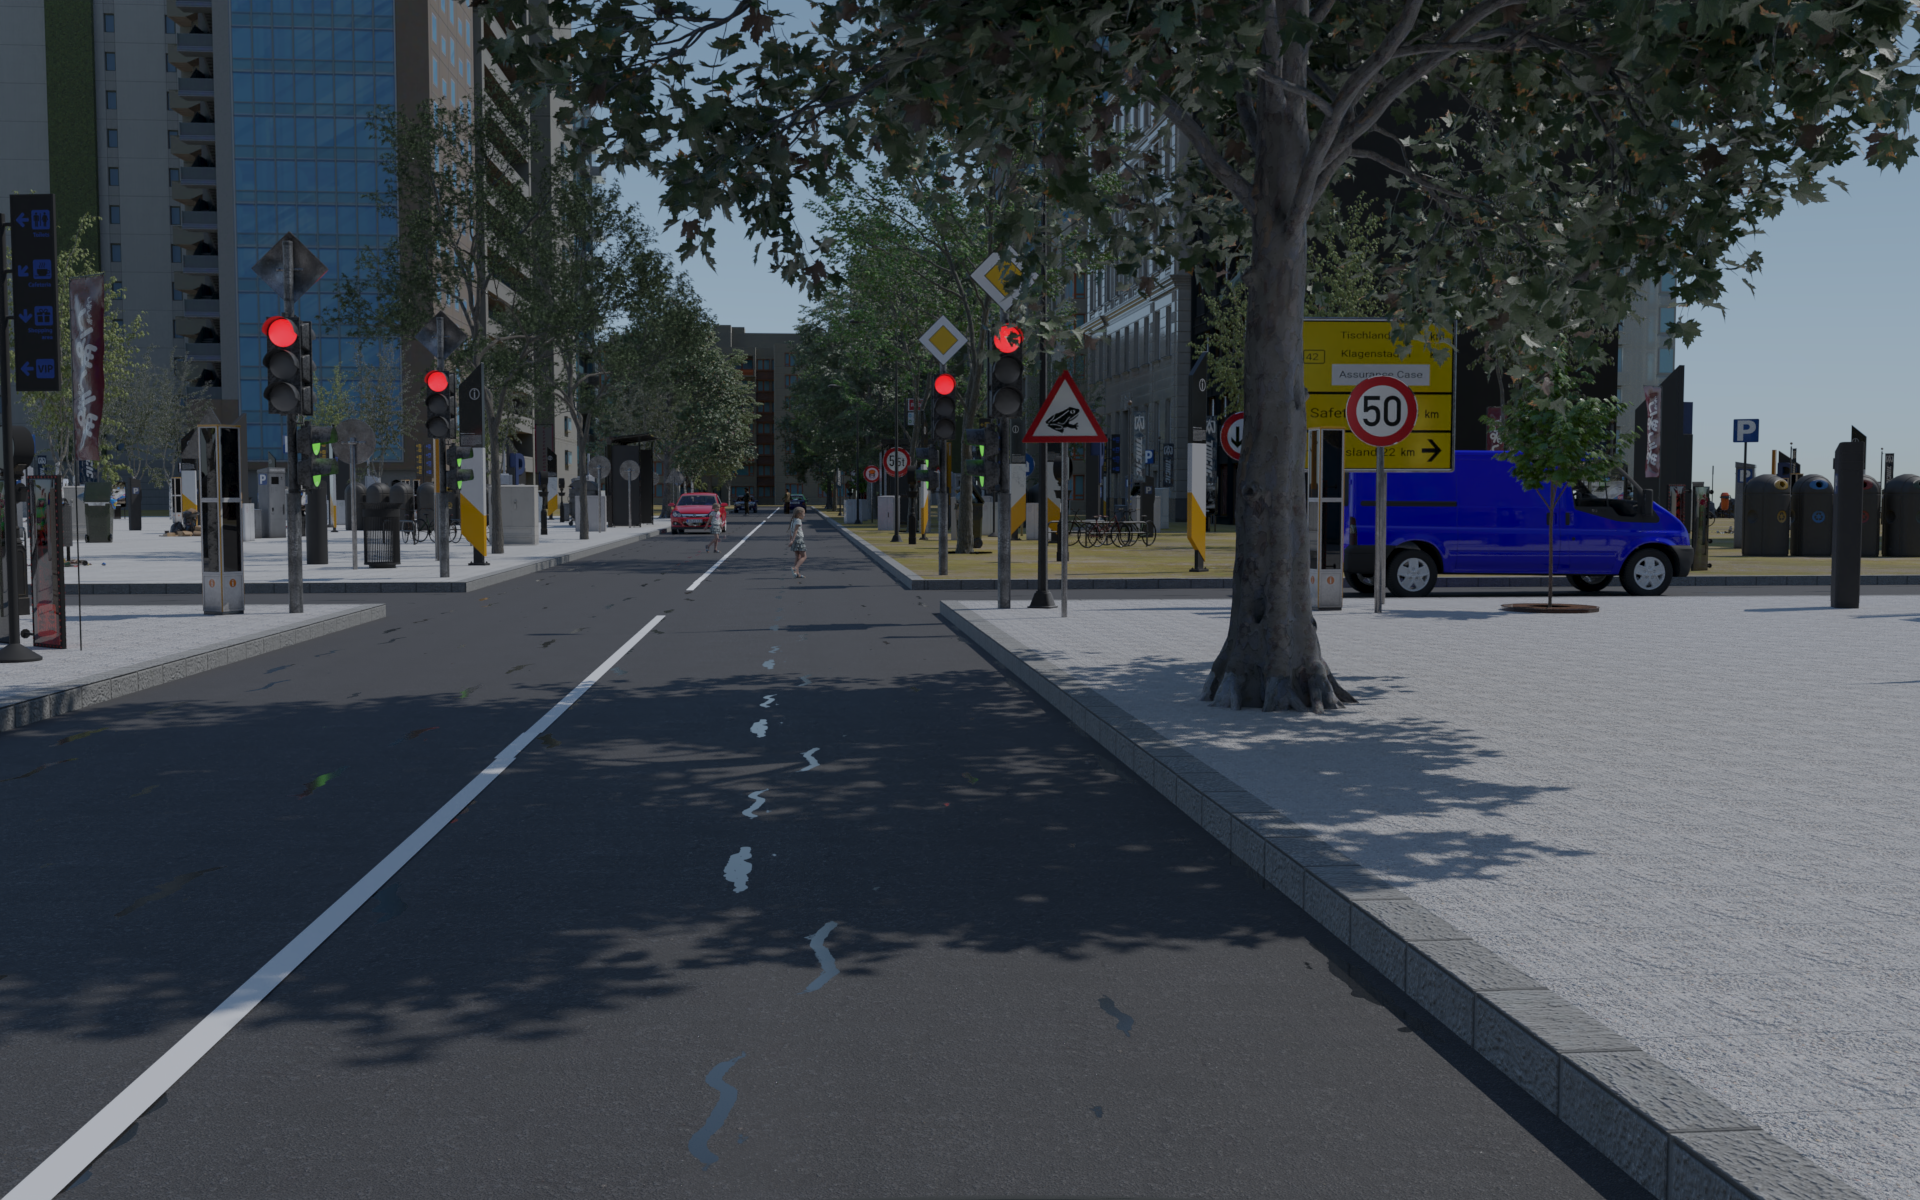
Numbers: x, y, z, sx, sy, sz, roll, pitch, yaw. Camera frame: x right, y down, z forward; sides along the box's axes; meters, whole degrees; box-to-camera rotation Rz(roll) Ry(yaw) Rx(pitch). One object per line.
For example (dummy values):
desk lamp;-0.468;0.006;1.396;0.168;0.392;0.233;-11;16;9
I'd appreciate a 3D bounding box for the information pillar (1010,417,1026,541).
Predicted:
information pillar;1.577;-3.447;47.709;0.504;3.616;0.183;-2;4;-31

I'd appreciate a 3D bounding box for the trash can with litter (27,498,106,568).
trash can with litter;-16.064;-1.198;30.644;1.678;1.210;2.233;-1;4;-14

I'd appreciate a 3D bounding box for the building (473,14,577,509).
building;-45.383;-32.179;149.825;21.600;48.544;21.300;0;4;-5

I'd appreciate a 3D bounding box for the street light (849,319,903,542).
street light;-2.235;-4.500;46.124;1.470;5.913;1.316;0;4;-5

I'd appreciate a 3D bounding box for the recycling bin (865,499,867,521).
recycling bin;-4.822;-4.229;81.697;0.722;1.027;0.722;1;4;21

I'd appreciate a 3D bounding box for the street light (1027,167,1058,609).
street light;0.392;-2.860;19.302;1.470;5.913;1.316;0;4;-5

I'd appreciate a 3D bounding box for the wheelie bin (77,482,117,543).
wheelie bin;-22.735;-2.311;45.687;0.980;1.594;0.693;-1;4;-16

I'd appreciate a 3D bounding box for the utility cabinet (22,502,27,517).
utility cabinet;-50.933;-5.233;94.233;0.318;1.500;1.173;1;4;16

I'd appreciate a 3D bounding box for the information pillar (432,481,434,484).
information pillar;-29.006;-5.591;95.899;0.304;2.012;0.304;3;5;39

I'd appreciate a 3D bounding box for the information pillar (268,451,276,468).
information pillar;-37.605;-6.322;94.724;0.504;3.616;0.183;1;4;22

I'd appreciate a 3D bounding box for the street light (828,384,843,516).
street light;-4.894;-6.181;73.596;1.470;5.913;1.316;0;4;-5

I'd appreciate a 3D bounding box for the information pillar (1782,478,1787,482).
information pillar;38.303;-4.647;80.475;0.304;2.012;0.304;2;4;28

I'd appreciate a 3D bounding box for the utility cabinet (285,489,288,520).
utility cabinet;-32.398;-4.570;83.398;1.173;1.500;0.318;1;4;9

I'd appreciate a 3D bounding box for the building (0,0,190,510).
building;-70.932;-37.019;147.256;28.212;58.520;21.231;0;4;-5

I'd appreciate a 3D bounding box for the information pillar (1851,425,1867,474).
information pillar;30.284;-4.104;58.453;0.504;3.616;0.183;3;5;41

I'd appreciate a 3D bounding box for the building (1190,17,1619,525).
building;17.242;-14.723;70.403;12.332;23.373;15.834;0;4;-5

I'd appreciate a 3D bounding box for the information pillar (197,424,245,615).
information pillar;-7.857;-0.852;18.427;0.304;2.012;0.304;2;4;26

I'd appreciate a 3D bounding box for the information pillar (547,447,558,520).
information pillar;-20.172;-5.768;85.654;0.504;3.616;0.183;-1;4;-15

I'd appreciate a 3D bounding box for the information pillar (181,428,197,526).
information pillar;-27.295;-4.281;61.349;0.504;3.616;0.183;0;4;-2

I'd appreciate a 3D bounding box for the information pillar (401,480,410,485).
information pillar;-28.897;-5.247;90.282;0.304;2.012;0.304;2;4;25

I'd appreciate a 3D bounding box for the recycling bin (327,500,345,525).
recycling bin;-25.783;-3.615;71.658;0.722;1.027;0.722;-2;4;-24

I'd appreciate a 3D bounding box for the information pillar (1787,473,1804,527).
information pillar;29.845;-3.505;61.805;0.304;2.012;0.304;-1;4;-16

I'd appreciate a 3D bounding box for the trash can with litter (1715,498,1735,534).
trash can with litter;25.333;-2.796;56.774;1.678;1.210;2.233;3;4;36

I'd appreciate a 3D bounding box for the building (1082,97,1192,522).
building;14.250;-17.936;90.520;12.463;27.353;25.104;0;4;-5

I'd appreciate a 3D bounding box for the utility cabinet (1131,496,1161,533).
utility cabinet;6.112;-2.801;56.959;1.020;1.237;0.306;-2;4;-31

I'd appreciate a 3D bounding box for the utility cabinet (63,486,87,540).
utility cabinet;-24.580;-2.388;47.720;1.173;1.500;0.318;-2;4;-34

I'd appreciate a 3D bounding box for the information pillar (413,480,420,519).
information pillar;-28.013;-5.189;89.331;0.304;2.012;0.304;-1;4;-10

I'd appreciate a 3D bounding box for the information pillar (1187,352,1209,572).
information pillar;3.893;-2.266;28.403;0.183;3.616;0.504;3;4;37

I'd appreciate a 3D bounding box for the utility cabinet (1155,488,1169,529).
utility cabinet;7.207;-3.357;63.571;0.318;1.500;1.173;-2;4;-27

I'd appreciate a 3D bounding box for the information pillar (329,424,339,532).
information pillar;-21.010;-4.077;58.020;0.183;3.616;0.504;-2;4;-32

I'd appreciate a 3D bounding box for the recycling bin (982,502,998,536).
recycling bin;0.776;-2.519;53.739;0.722;1.027;0.722;-2;4;-26

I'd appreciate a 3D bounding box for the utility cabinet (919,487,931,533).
utility cabinet;-1.137;-2.949;56.894;0.318;1.500;1.173;0;4;3

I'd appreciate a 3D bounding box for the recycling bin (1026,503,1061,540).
recycling bin;2.334;-2.188;48.327;0.722;1.027;0.722;-3;5;-41

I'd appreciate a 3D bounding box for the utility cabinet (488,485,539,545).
utility cabinet;-11.139;-2.112;43.213;1.173;1.500;0.318;0;4;6

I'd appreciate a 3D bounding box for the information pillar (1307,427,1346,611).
information pillar;4.031;-0.893;19.099;0.304;2.012;0.304;-1;4;-14

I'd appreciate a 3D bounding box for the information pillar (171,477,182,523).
information pillar;-34.684;-4.416;76.697;0.304;2.012;0.304;3;5;39

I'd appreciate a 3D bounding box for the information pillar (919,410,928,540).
information pillar;-1.000;-3.497;48.526;0.183;3.616;0.504;1;4;13

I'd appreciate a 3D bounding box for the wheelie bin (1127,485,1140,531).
wheelie bin;6.116;-3.091;58.445;0.980;1.594;0.693;-3;4;-36

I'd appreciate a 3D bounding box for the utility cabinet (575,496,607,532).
utility cabinet;-13.325;-3.145;62.575;1.020;1.237;0.306;1;4;11

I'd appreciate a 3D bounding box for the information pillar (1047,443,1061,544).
information pillar;2.380;-3.272;44.856;0.504;3.616;0.183;-1;4;-13

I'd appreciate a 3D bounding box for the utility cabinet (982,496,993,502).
utility cabinet;0.568;-2.837;57.540;1.020;1.237;0.306;1;4;16

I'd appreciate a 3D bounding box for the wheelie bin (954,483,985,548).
wheelie bin;0.206;-2.029;41.086;0.693;1.594;0.980;-1;4;-9

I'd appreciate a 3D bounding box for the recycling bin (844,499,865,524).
recycling bin;-4.615;-3.813;74.894;0.722;1.027;0.722;-1;4;-12

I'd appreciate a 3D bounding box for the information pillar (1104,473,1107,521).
information pillar;6.764;-5.595;82.826;0.504;3.616;0.183;0;4;-2

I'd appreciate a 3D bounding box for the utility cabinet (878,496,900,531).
utility cabinet;-2.518;-3.054;61.087;0.306;1.237;1.020;-3;4;-36

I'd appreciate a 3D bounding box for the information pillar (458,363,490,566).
information pillar;-8.723;-2.427;31.043;0.504;3.616;0.183;1;4;16

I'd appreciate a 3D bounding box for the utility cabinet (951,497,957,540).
utility cabinet;-0.042;-2.273;48.317;0.306;1.237;1.020;1;4;9

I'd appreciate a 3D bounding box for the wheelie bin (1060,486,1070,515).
wheelie bin;3.948;-3.739;69.040;0.980;1.594;0.693;2;4;34

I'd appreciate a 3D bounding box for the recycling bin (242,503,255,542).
recycling bin;-19.576;-2.099;46.866;0.722;1.027;0.722;0;4;-2
